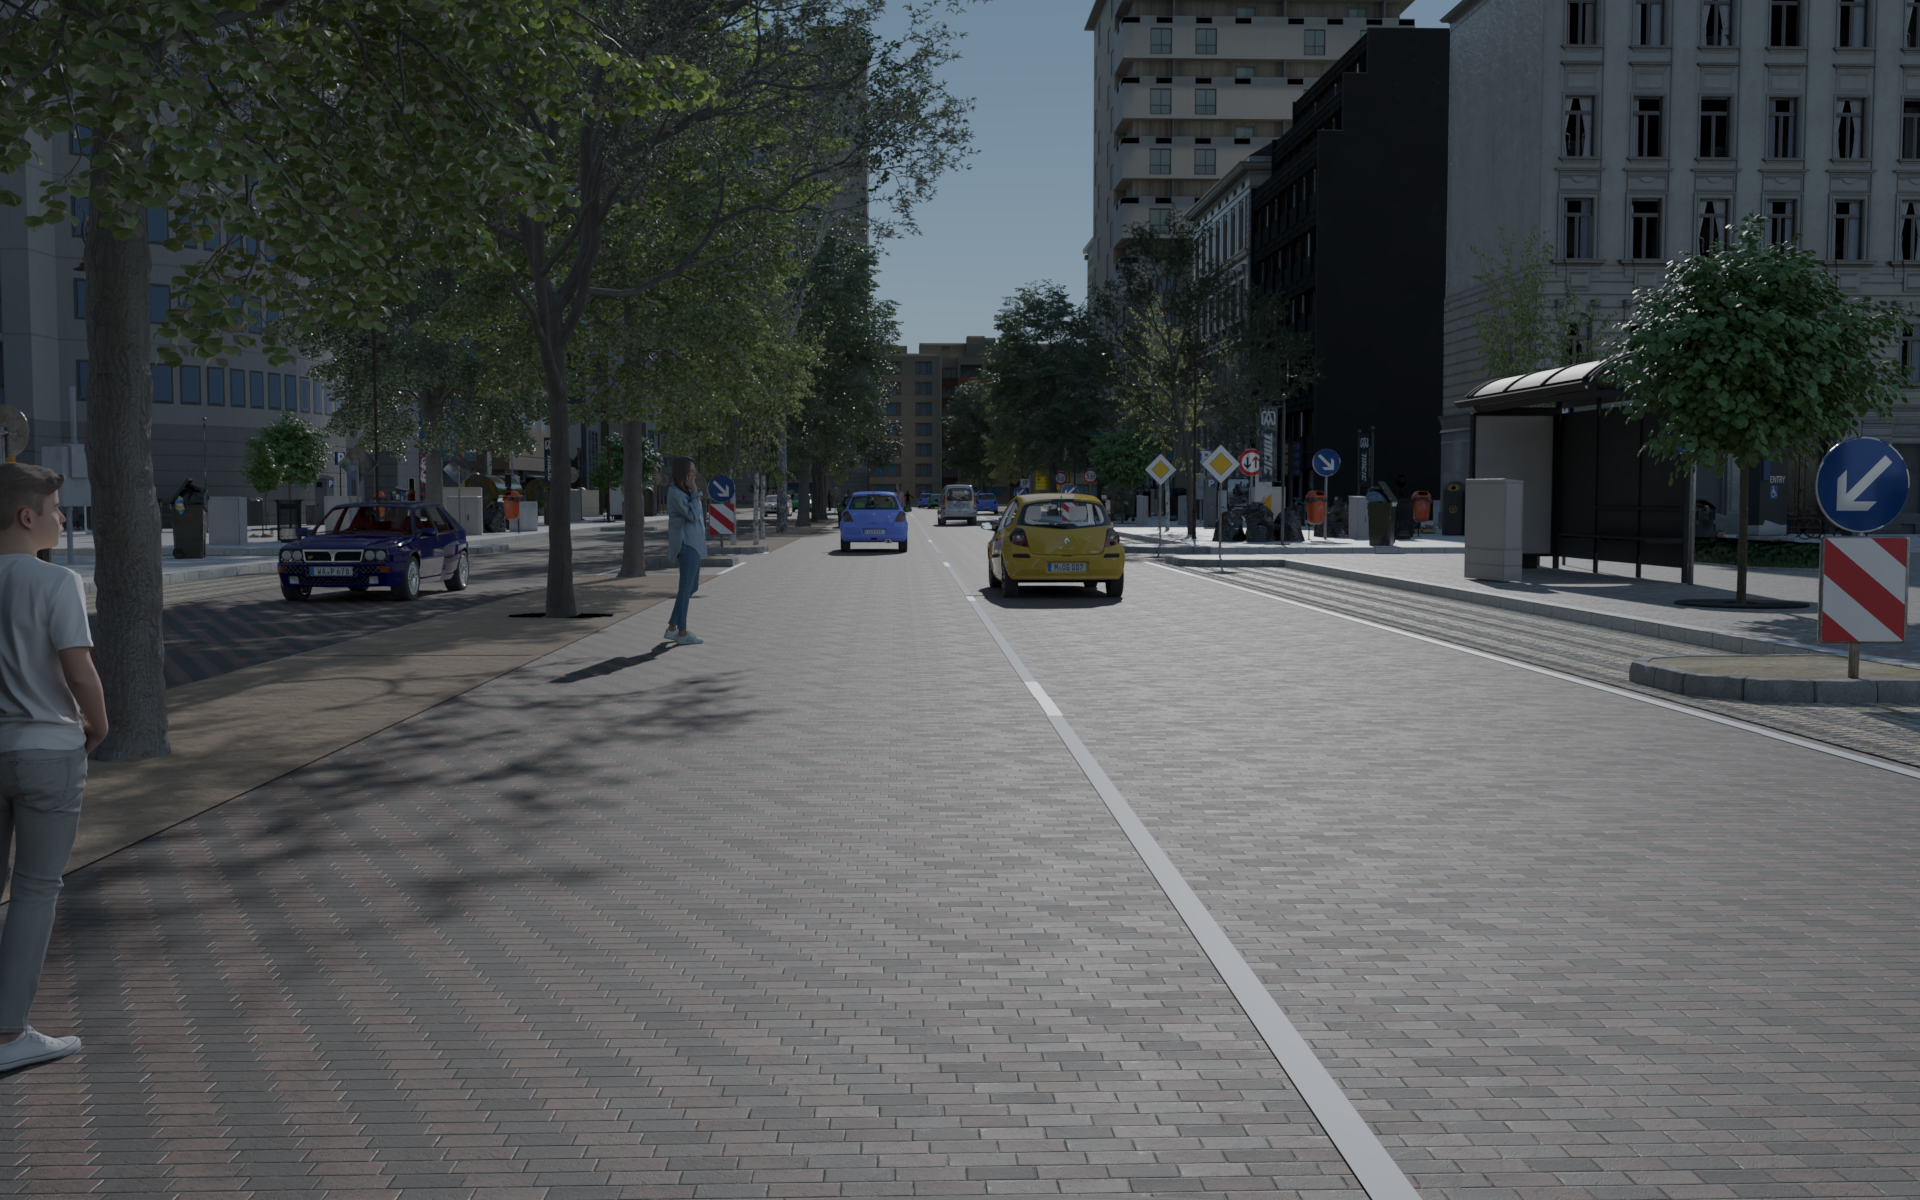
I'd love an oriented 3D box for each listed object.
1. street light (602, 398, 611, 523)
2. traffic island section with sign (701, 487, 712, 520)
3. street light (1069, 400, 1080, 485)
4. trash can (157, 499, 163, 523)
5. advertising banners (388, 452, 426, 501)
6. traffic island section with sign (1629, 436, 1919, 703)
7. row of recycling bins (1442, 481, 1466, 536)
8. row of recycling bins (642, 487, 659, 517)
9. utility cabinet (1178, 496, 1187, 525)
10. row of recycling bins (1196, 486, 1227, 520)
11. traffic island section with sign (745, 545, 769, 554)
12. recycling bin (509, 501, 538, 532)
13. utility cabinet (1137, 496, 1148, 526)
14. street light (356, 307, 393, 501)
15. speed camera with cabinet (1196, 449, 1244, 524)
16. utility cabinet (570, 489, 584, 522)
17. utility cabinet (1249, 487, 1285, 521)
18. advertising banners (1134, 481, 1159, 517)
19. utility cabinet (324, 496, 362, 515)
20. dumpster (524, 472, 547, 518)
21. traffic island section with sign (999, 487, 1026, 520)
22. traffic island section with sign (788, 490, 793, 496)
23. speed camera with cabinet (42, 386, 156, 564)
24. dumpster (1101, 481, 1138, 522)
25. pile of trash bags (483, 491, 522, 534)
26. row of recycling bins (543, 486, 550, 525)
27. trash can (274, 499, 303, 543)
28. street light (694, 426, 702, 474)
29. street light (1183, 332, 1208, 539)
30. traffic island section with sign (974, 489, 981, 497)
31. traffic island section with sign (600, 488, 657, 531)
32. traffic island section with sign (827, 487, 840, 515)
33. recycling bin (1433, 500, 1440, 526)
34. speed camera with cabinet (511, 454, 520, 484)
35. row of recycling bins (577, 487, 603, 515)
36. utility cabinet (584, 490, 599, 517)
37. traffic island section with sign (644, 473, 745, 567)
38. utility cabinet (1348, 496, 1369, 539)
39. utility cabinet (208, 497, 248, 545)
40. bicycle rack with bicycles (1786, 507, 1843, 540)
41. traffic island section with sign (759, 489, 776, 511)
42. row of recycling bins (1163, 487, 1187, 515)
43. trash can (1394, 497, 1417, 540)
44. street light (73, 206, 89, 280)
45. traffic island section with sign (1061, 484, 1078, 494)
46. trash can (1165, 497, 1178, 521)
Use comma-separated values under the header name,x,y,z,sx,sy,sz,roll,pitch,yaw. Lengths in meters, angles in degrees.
name,x,y,z,sx,sy,sz,roll,pitch,yaw
street light,-15.594,-6.360,76.775,0.468,5.910,1.993,0,4,-2
traffic island section with sign,-13.862,-5.274,94.863,1.989,1.847,2.006,0,4,-2
street light,5.548,-6.786,83.740,0.468,5.910,1.993,0,4,-2
trash can,-25.250,-2.594,54.073,0.748,1.137,0.748,0,3,0
advertising banners,-22.528,-4.569,70.883,0.090,3.025,2.074,2,4,32
traffic island section with sign,6.102,-0.252,12.744,1.989,1.847,2.006,0,4,-2
row of recycling bins,16.120,-2.780,52.560,1.069,1.692,3.534,-2,4,-33
row of recycling bins,-20.306,-6.477,113.015,1.069,1.692,3.534,0,4,-3
utility cabinet,9.292,-3.671,71.184,0.306,1.237,1.020,-1,4,-17
row of recycling bins,13.131,-4.923,87.602,1.069,1.692,3.534,3,4,38
traffic island section with sign,-5.765,-2.095,42.385,2.006,1.907,1.989,0,4,-2
recycling bin,-15.038,-2.881,59.656,0.722,1.027,0.722,-3,5,-44
utility cabinet,7.297,-3.551,69.220,0.306,1.237,1.020,1,4,16
street light,-14.344,-4.265,42.527,0.468,5.910,1.993,0,4,-2
speed camera with cabinet,11.274,-4.937,75.059,2.038,3.252,0.660,2,4,35
utility cabinet,-17.801,-4.324,79.383,0.318,1.500,1.173,1,4,19
utility cabinet,9.505,-2.752,53.679,1.173,1.500,0.318,-2,4,-27
advertising banners,10.337,-6.105,95.997,2.074,3.025,0.090,-1,4,-20
utility cabinet,-20.037,-2.750,56.125,1.020,1.237,0.306,-2,4,-31
dumpster,-18.376,-4.530,76.551,1.502,2.255,1.985,0,4,-2
traffic island section with sign,3.125,-5.261,94.644,1.989,1.847,2.006,0,4,-2
traffic island section with sign,-16.659,-9.959,171.452,1.989,1.847,2.006,0,4,-2
speed camera with cabinet,-16.188,-2.341,32.609,0.660,3.252,2.038,2,4,24
dumpster,7.513,-4.829,81.449,1.502,2.255,1.985,0,4,-2
pile of trash bags,-15.632,-2.893,57.060,3.447,1.369,1.912,3,4,37
row of recycling bins,-16.836,-3.990,72.345,1.069,1.692,3.534,-1,4,-16
trash can,-17.636,-2.072,45.536,0.748,1.137,0.748,0,3,0
street light,-16.702,-8.445,110.860,0.468,5.910,1.993,0,4,-2
street light,6.737,-4.702,49.658,0.468,5.910,1.993,0,4,-2
traffic island section with sign,1.302,-8.329,144.803,1.989,1.847,2.006,0,4,-2
traffic island section with sign,-12.867,-3.600,67.492,1.989,1.847,2.006,0,4,-2
traffic island section with sign,-8.510,-6.687,117.473,2.006,1.907,1.989,0,4,-2
recycling bin,19.621,-3.515,70.022,0.722,1.027,0.722,-1,4,-16
speed camera with cabinet,-22.676,-5.541,84.934,2.038,3.252,0.660,0,4,3
row of recycling bins,-23.519,-6.026,105.633,3.534,1.692,1.069,0,4,-1
utility cabinet,-20.845,-5.403,97.021,1.173,1.500,0.318,-2,4,-24
traffic island section with sign,-5.505,-1.642,34.982,2.006,1.907,1.989,0,4,-2
utility cabinet,11.553,-2.384,50.139,0.306,1.237,1.020,2,4,31
utility cabinet,-18.387,-1.978,43.501,1.020,1.237,0.306,1,4,22
bicycle rack with bicycles,23.907,-2.215,49.602,2.852,0.926,2.925,-3,5,-44
traffic island section with sign,-15.668,-8.311,144.515,1.989,1.847,2.006,0,4,-2
row of recycling bins,13.102,-6.015,105.464,1.069,1.692,3.534,1,4,21
trash can,12.504,-2.280,48.924,0.748,1.137,0.748,0,3,0
street light,-13.758,-3.386,28.147,0.468,5.910,1.993,0,4,-2
traffic island section with sign,4.106,-3.613,67.697,1.989,1.847,2.006,0,4,-2
trash can,10.057,-4.302,81.995,0.748,1.137,0.748,0,3,0
